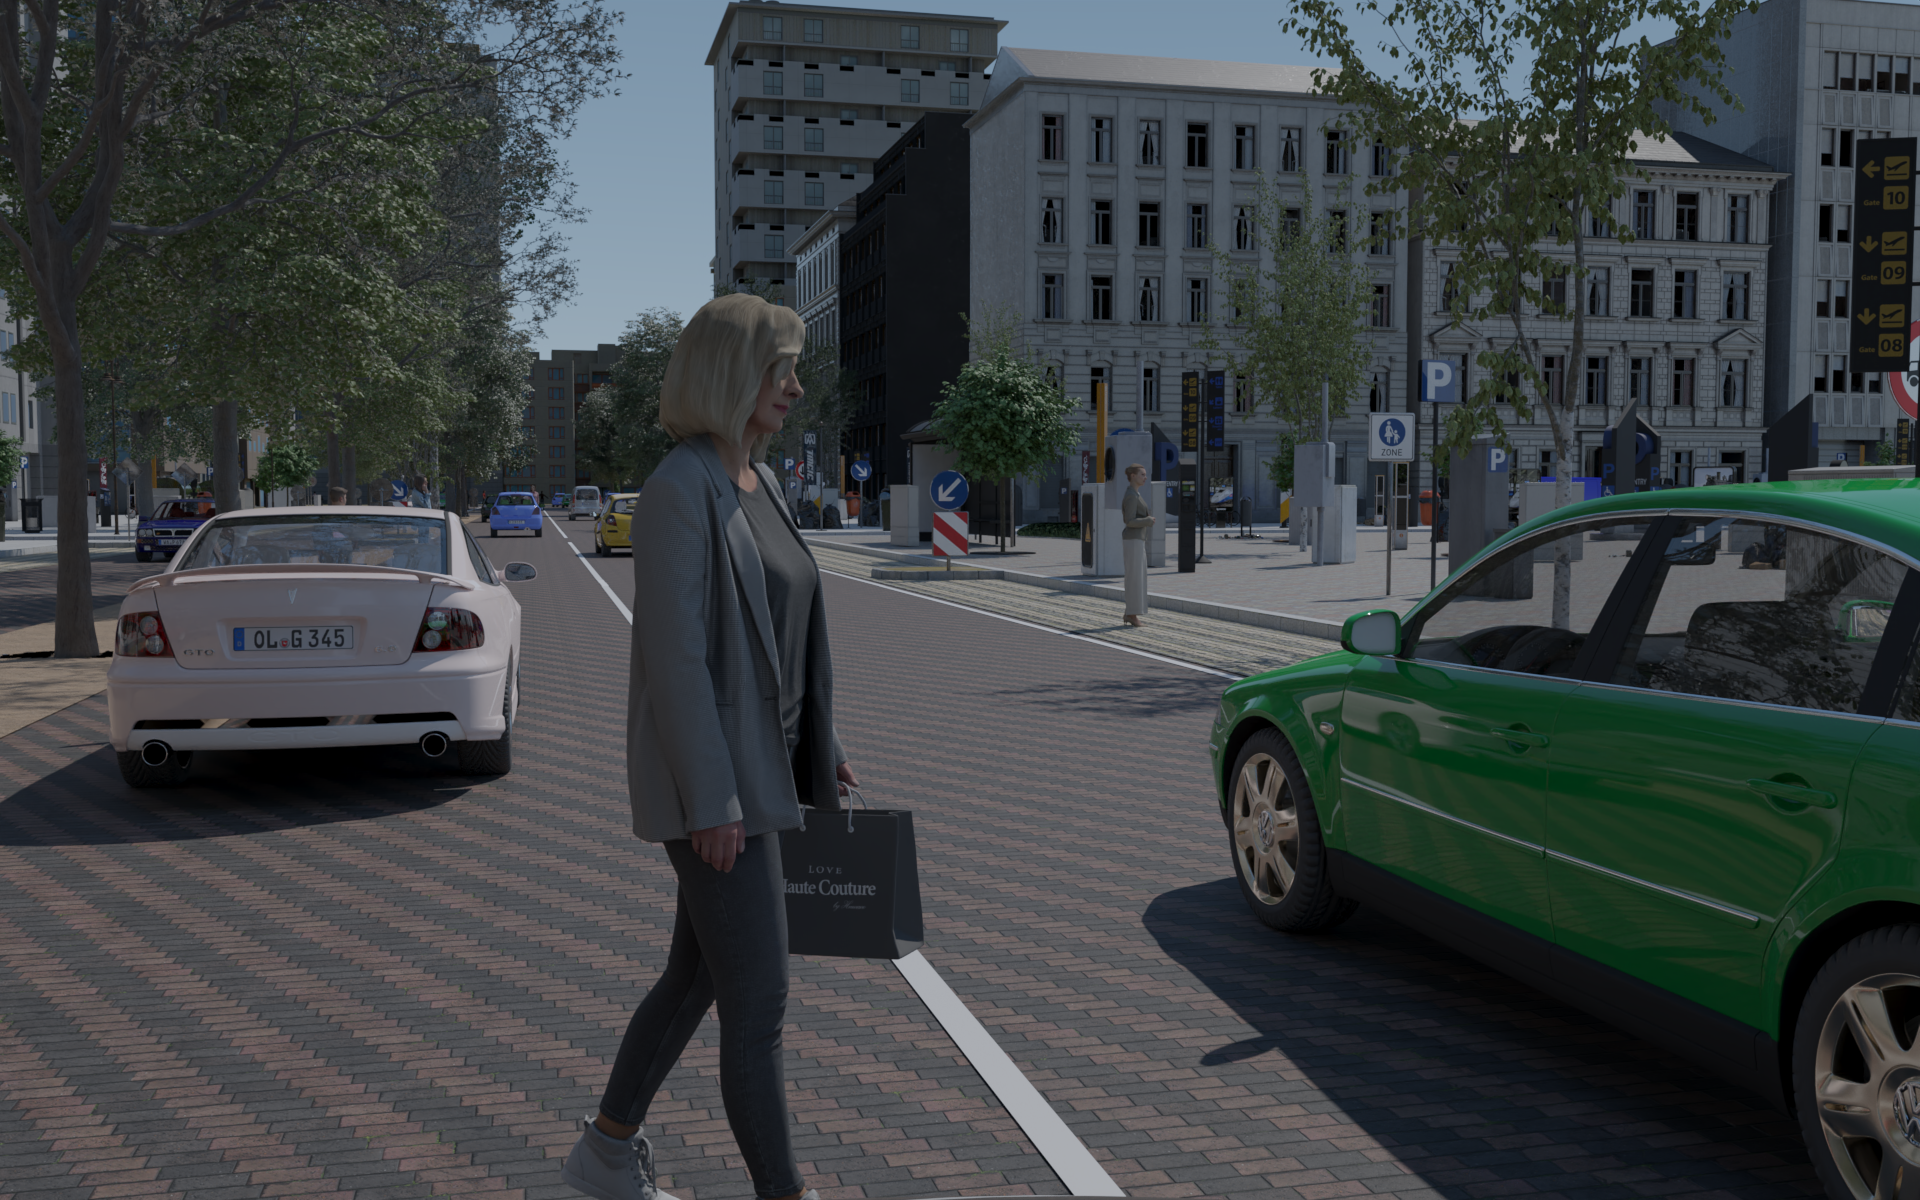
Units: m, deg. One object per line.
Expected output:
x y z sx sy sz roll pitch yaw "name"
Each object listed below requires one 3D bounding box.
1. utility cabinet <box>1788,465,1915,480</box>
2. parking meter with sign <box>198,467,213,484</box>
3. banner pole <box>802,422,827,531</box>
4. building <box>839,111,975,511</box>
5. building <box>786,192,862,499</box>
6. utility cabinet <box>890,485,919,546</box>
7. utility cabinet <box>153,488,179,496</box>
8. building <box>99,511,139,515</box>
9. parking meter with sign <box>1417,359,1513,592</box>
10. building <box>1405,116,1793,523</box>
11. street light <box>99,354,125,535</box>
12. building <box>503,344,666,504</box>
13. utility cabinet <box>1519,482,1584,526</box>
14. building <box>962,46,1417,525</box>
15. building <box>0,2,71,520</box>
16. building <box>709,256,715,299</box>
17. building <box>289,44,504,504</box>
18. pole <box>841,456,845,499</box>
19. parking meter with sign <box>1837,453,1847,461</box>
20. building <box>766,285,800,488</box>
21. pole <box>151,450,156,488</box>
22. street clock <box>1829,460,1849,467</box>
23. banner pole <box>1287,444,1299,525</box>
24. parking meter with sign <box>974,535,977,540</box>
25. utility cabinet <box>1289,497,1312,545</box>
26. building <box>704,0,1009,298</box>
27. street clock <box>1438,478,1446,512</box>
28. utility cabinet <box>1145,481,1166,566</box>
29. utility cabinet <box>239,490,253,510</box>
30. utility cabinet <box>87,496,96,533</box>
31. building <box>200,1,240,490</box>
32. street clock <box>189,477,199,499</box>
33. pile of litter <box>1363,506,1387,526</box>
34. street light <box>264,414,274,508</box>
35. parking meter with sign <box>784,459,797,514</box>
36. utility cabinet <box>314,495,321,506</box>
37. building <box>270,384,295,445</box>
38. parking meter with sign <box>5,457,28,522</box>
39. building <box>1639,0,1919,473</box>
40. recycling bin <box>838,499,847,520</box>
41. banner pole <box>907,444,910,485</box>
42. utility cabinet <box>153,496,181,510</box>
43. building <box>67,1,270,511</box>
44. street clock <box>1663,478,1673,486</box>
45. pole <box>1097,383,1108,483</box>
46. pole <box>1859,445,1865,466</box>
7.069 -0.310 13.751 0.318 1.500 1.173 -1 4 -12 "utility cabinet"
-48.886 -7.076 111.945 0.543 3.016 1.738 1 4 12 "parking meter with sign"
-5.031 -4.279 59.985 0.863 3.779 0.401 -1 4 -18 "banner pole"
-0.160 -17.106 109.356 12.332 23.373 15.834 -1 4 -14 "building"
-5.713 -18.195 126.374 11.050 23.489 19.941 -1 4 -14 "building"
-1.348 -2.065 42.444 0.318 1.500 1.173 -2 4 -23 "utility cabinet"
-30.657 -3.543 66.607 1.173 1.500 0.318 -1 4 -20 "utility cabinet"
-57.436 -28.176 110.782 14.600 45.320 14.200 -1 4 -14 "building"
6.532 -1.564 21.828 0.543 3.016 1.738 -2 4 -24 "parking meter with sign"
28.247 -13.420 84.050 19.286 19.102 10.561 -1 4 -14 "building"
-26.610 -4.997 54.487 0.468 5.910 1.993 -1 4 -14 "street light"
-47.833 -24.065 238.504 28.899 21.520 27.650 -1 4 -14 "building"
11.280 -1.492 33.072 1.173 1.500 0.318 -1 4 -9 "utility cabinet"
10.140 -14.059 79.008 18.267 20.994 9.793 -1 4 -14 "building"
-56.667 -32.938 80.539 21.231 58.520 28.212 -1 4 -14 "building"
-22.296 -33.897 246.102 23.993 40.220 32.217 -1 4 -14 "building"
-74.816 -41.930 227.559 28.212 58.520 21.231 -1 4 -14 "building"
-6.236 -6.006 92.040 0.158 3.312 0.155 0 3 0 "pole"
38.058 -4.718 73.394 1.738 3.016 0.543 -1 4 -12 "parking meter with sign"
-5.480 -19.309 160.747 27.650 21.520 28.899 -1 4 -14 "building"
-33.064 -4.723 71.061 0.158 3.312 0.155 0 3 0 "pole"
18.615 -1.967 36.729 0.471 2.002 0.358 -3 5 -40 "street clock"
13.899 -5.019 72.084 0.401 3.779 0.863 3 5 41 "banner pole"
-0.377 -3.186 48.345 1.738 3.016 0.543 -1 4 -9 "parking meter with sign"
8.834 -2.005 43.941 0.306 1.237 1.020 -3 5 -42 "utility cabinet"
-11.665 -36.576 187.259 28.713 52.752 27.495 -1 4 -14 "building"
19.940 -4.105 71.683 0.358 2.002 0.471 2 4 28 "street clock"
3.215 -1.354 30.819 0.318 1.500 1.173 -2 4 -25 "utility cabinet"
-44.125 -5.983 106.501 1.173 1.500 0.318 -2 4 -35 "utility cabinet"
-28.759 -2.816 57.206 0.306 1.237 1.020 -2 4 -34 "utility cabinet"
-69.573 -50.307 135.195 22.319 86.520 31.000 -1 4 -14 "building"
-32.297 -4.188 73.047 0.358 2.002 0.471 -2 4 -27 "street clock"
16.869 -3.451 70.392 1.719 0.858 1.176 -3 5 -41 "pile of litter"
-34.859 -7.032 87.754 0.468 5.910 1.993 -1 4 -14 "street light"
-8.188 -5.379 84.204 0.543 3.016 1.738 -1 4 -13 "parking meter with sign"
-45.168 -6.762 121.719 0.306 1.237 1.020 -1 4 -9 "utility cabinet"
-76.869 -24.938 179.434 14.107 30.474 14.160 -1 4 -14 "building"
-44.384 -5.167 80.740 1.738 3.016 0.543 0 4 8 "parking meter with sign"
47.268 -16.602 89.460 19.932 24.808 12.078 -1 4 -14 "building"
-6.013 -4.439 85.134 0.722 1.027 0.722 2 4 29 "recycling bin"
-2.455 -5.828 85.304 0.401 3.779 0.863 0 4 3 "banner pole"
-29.922 -3.311 65.304 1.020 1.237 0.306 0 4 -1 "utility cabinet"
-72.214 -31.137 159.205 14.600 45.320 14.200 -1 4 -14 "building"
32.165 -4.533 78.684 0.358 2.002 0.471 0 4 -7 "street clock"
2.620 -2.332 31.978 0.158 3.312 0.155 0 3 0 "pole"
37.699 -4.809 72.468 0.158 3.312 0.155 0 3 0 "pole"
